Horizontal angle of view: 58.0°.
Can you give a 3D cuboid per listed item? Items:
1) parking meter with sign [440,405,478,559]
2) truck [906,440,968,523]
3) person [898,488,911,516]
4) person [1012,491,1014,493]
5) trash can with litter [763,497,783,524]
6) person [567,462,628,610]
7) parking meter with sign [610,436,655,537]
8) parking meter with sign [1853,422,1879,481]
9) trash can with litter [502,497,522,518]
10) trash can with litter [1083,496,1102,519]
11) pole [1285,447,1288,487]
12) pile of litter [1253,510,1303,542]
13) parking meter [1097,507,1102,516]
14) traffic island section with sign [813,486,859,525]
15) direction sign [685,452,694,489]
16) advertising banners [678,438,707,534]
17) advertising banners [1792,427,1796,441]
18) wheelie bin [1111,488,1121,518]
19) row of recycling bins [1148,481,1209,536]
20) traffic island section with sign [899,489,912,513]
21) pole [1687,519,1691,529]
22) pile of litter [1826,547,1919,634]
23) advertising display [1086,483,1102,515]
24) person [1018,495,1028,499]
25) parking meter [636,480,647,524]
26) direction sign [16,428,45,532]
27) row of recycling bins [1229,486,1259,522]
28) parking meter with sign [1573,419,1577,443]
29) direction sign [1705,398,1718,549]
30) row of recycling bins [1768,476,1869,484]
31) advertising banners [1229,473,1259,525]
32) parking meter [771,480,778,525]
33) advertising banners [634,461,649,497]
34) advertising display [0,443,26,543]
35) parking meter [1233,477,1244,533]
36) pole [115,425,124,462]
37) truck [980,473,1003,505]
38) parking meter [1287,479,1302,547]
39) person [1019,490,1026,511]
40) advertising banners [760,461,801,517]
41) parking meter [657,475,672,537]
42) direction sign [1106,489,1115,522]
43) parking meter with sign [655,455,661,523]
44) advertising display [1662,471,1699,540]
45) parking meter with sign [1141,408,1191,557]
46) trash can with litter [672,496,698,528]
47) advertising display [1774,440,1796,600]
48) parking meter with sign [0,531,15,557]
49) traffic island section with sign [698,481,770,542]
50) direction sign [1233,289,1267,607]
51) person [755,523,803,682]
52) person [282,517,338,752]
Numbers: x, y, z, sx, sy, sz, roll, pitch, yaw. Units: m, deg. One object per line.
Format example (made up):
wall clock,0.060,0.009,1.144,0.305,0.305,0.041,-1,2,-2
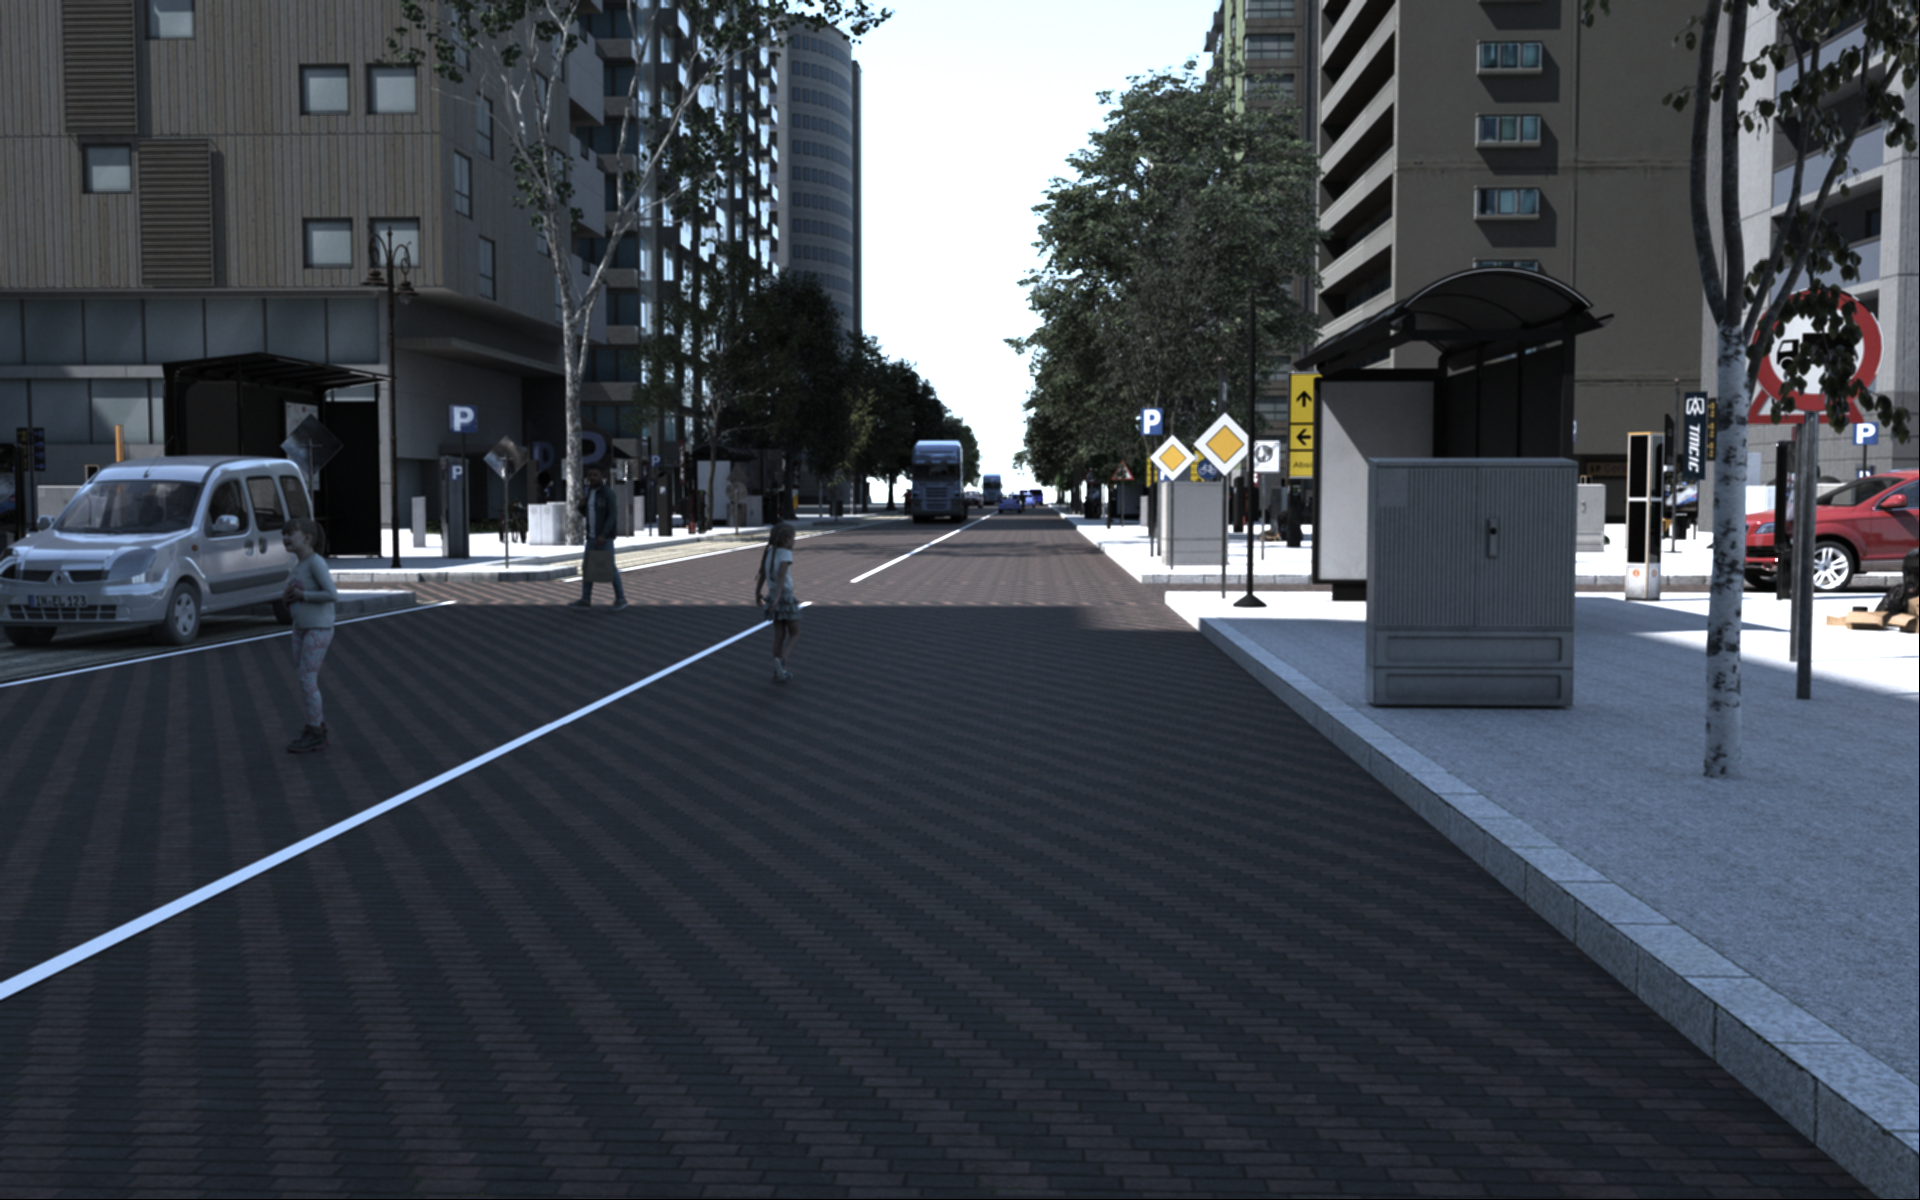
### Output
parking meter with sign,-10.116,-2.355,34.759,0.543,3.016,1.738,-2,4,-27
truck,-0.950,-6.301,92.779,2.967,4.110,18.799,0,4,1
person,-3.413,-6.427,113.521,1.348,1.831,0.705,0,4,-3
person,4.501,-8.400,146.775,0.436,1.711,0.756,-1,4,-20
trash can with litter,-8.059,-3.830,74.000,0.624,1.170,1.055,2,4,34
person,-4.395,-0.774,21.147,0.713,1.824,0.794,-2,4,-32
parking meter with sign,-10.183,-3.422,52.205,1.738,3.016,0.543,-1,4,-10
parking meter with sign,22.411,-2.848,42.819,0.543,3.016,1.738,2,4,31
trash can with litter,-16.414,-3.135,62.647,0.624,1.170,1.055,3,4,38
trash can with litter,6.816,-4.727,88.668,1.055,1.170,0.624,3,5,43
pole,14.062,-4.929,74.428,0.158,3.312,0.155,0,3,0
pile of litter,8.651,-2.034,47.228,1.719,0.858,1.176,-2,4,-24
parking meter,8.248,-5.776,102.849,0.372,1.533,0.369,0,3,0
traffic island section with sign,-5.662,-4.336,79.521,1.989,1.847,2.006,0,4,2
direction sign,-14.328,-6.138,92.347,0.876,3.537,0.379,0,4,4
advertising banners,-8.581,-3.625,55.459,0.090,3.025,2.074,1,4,16
advertising banners,21.311,-3.012,45.431,0.090,3.025,2.074,-2,4,-32
wheelie bin,8.296,-5.102,91.325,0.980,1.594,0.693,2,4,30
row of recycling bins,7.010,-2.897,54.471,1.069,1.692,3.534,3,4,38
traffic island section with sign,-3.527,-7.374,129.190,1.989,1.847,2.006,0,4,2
pole,26.832,-4.279,63.802,0.158,3.312,0.155,0,3,0
pile of litter,8.945,-0.145,16.329,1.176,0.858,1.719,0,4,2
advertising display,7.214,-5.378,93.138,0.974,1.923,0.123,3,5,40
person,6.199,-10.083,174.077,1.217,1.735,0.721,0,4,8
parking meter,-13.437,-4.122,73.102,0.399,1.863,0.255,-3,4,-36
direction sign,-31.666,-4.104,59.092,0.876,3.537,0.379,0,4,-7
row of recycling bins,12.773,-4.520,81.022,1.069,1.692,3.534,3,5,43
parking meter with sign,13.526,-2.722,40.763,1.738,3.016,0.543,2,4,31
direction sign,17.730,-2.973,40.610,0.379,3.537,0.876,0,4,-5
row of recycling bins,20.431,-2.004,39.883,3.534,1.692,1.069,1,4,9
advertising banners,11.550,-4.581,71.086,0.090,3.025,2.074,-3,4,-38
parking meter,-7.576,-3.982,70.818,0.255,1.863,0.399,0,4,-5
advertising banners,-17.406,-5.893,92.533,2.074,3.025,0.090,2,4,28
advertising display,-12.310,-1.029,22.036,0.974,1.923,0.123,1,4,18
parking meter,9.302,-3.188,57.838,0.255,1.863,0.399,-1,4,-11
pole,-24.950,-3.526,51.493,0.158,3.312,0.155,0,3,0
truck,4.515,-14.664,229.508,2.967,4.110,18.799,0,4,3
parking meter,8.062,-2.206,41.779,0.255,1.863,0.399,0,4,-5
person,5.295,-8.373,145.956,0.434,1.755,0.990,3,5,40
advertising banners,-9.497,-5.902,92.691,2.074,3.025,0.090,-1,4,-13
parking meter,-8.924,-2.852,52.336,0.399,1.863,0.255,2,4,23
direction sign,6.912,-5.349,79.450,0.379,3.537,0.876,0,4,-1
parking meter with sign,-13.949,-4.970,77.527,0.543,3.016,1.738,-2,4,-32
advertising display,20.122,-2.641,48.400,0.974,1.923,0.123,0,4,2
parking meter with sign,4.455,-2.420,35.829,0.543,3.016,1.738,3,5,41
trash can with litter,-10.376,-3.343,65.721,1.678,1.210,2.233,-1,4,-17
advertising display,10.171,-0.977,21.184,0.123,1.923,0.974,3,5,41
parking meter with sign,-11.623,-1.417,19.421,1.738,3.016,0.543,-1,4,-15
traffic island section with sign,-6.802,-2.689,52.590,1.989,1.847,2.006,0,4,2
direction sign,3.306,-1.692,19.657,0.379,3.537,0.876,1,4,10
person,-1.443,0.011,13.336,0.505,1.210,0.382,3,5,44
person,-3.676,0.186,9.742,0.425,1.301,0.394,2,4,24
